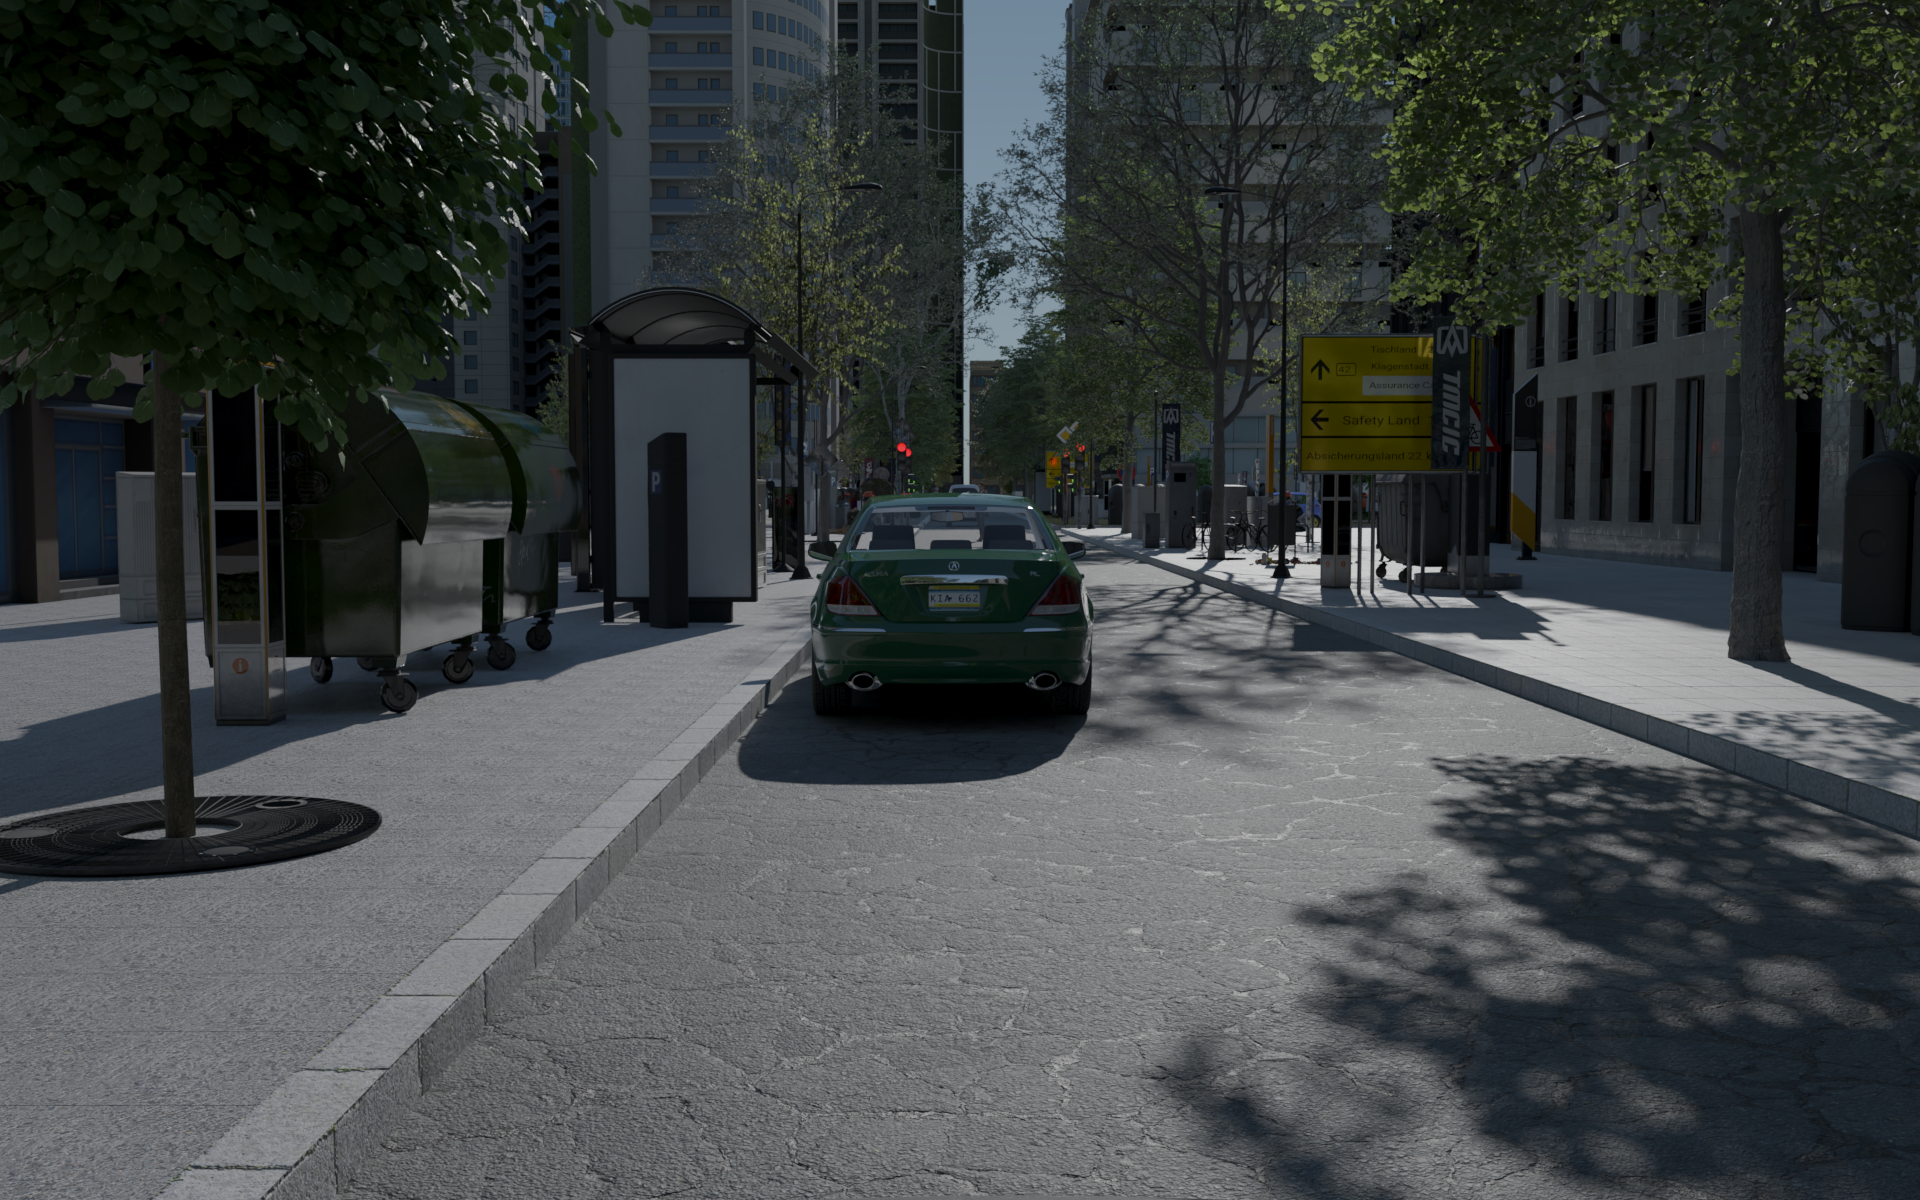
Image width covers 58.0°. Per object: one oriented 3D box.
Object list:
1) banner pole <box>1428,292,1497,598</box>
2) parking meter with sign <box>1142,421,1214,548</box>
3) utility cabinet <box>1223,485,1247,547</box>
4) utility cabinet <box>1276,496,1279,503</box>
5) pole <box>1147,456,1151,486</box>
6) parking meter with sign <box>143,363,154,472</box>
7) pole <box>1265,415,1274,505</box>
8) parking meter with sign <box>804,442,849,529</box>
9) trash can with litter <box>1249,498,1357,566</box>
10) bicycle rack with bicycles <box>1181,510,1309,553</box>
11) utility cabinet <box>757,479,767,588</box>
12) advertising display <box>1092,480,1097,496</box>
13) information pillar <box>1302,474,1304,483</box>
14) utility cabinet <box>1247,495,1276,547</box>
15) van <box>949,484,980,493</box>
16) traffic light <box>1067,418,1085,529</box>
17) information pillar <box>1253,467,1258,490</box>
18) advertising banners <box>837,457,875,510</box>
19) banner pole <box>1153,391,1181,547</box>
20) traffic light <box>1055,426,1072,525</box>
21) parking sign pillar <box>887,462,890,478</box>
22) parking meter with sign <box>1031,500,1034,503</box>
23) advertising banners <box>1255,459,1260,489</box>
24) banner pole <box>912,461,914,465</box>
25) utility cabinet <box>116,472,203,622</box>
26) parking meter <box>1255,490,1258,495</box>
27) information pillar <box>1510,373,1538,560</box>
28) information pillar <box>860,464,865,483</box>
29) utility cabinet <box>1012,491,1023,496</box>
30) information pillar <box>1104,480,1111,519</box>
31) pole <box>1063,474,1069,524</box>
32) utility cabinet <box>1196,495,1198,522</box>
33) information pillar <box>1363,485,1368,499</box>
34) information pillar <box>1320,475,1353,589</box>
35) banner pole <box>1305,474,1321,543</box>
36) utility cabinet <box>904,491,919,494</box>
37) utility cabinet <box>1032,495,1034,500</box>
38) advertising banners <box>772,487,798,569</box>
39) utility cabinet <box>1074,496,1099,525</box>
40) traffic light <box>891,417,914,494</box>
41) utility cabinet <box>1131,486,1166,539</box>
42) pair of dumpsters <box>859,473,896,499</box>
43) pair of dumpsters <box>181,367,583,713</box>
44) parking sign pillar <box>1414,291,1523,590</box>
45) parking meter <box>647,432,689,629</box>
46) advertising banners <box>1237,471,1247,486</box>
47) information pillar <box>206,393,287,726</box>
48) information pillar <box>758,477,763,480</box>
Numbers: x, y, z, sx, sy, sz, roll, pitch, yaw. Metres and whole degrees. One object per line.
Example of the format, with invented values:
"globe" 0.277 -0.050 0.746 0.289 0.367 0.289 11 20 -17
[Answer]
"banner pole" 6.246 -1.923 21.466 0.863 3.779 0.401 1 4 9
"parking meter with sign" 5.230 -2.743 41.116 1.738 3.016 0.543 0 4 -6
"utility cabinet" 6.598 -2.039 42.015 0.318 1.500 1.173 2 4 33
"utility cabinet" 9.620 -2.619 53.979 0.306 1.237 1.020 3 5 42
"pole" 10.143 -6.066 93.029 0.158 3.312 0.155 0 3 0
"parking meter with sign" -8.078 -1.410 19.314 1.738 3.016 0.543 -1 4 -13
"pole" 7.990 -3.110 44.695 0.158 3.312 0.155 0 3 0
"parking meter with sign" -4.489 -3.735 57.330 1.738 3.016 0.543 2 4 26
"trash can with litter" 6.292 -1.260 31.657 2.233 1.210 1.678 0 4 -1
"bicycle rack with bicycles" 6.567 -1.562 38.915 2.852 0.926 2.925 -1 4 -15
"utility cabinet" -2.843 -0.894 23.293 0.318 1.500 1.173 0 4 4
"advertising display" 6.190 -4.594 80.319 0.123 1.923 0.974 0 4 -7
"information pillar" 26.864 -8.825 135.636 0.183 3.616 0.504 0 4 -4
"utility cabinet" 7.312 -1.906 42.324 0.306 1.237 1.020 -1 4 -12
"van" 0.210 -4.283 77.040 2.013 2.044 4.112 0 4 0
"traffic light" 4.359 -4.552 63.352 0.839 4.253 0.868 0 4 0
"information pillar" 23.270 -8.855 136.133 0.504 3.616 0.183 -2 4 -35
"advertising banners" -5.057 -5.300 82.839 2.074 3.025 0.090 1 4 13
"banner pole" 4.969 -3.185 42.093 0.863 3.779 0.401 2 4 23
"traffic light" 4.326 -5.041 71.337 0.839 4.253 0.868 0 4 0
"parking sign pillar" -5.990 -9.090 137.093 1.447 3.967 1.447 0 4 -7
"parking meter with sign" 5.287 -7.276 115.230 0.543 3.016 1.738 -3 5 -44
"advertising banners" 15.155 -5.522 86.472 0.090 3.025 2.074 2 4 35
"banner pole" -3.488 -8.466 128.432 0.401 3.779 0.863 1 4 17
"utility cabinet" -7.892 -0.543 17.556 0.318 1.500 1.173 2 4 32
"parking meter" 19.314 -6.369 112.552 0.372 1.533 0.369 0 3 0
"information pillar" 10.936 -2.580 33.539 0.504 3.616 0.183 -1 4 -8
"information pillar" -6.826 -8.028 122.615 0.504 3.616 0.183 2 4 29
"utility cabinet" 4.780 -8.296 144.316 0.318 1.500 1.173 2 4 34
"information pillar" 7.522 -5.132 88.395 0.304 2.012 0.304 2 4 25
"pole" 4.507 -4.876 73.562 0.158 3.312 0.155 0 3 0
"utility cabinet" 10.588 -4.135 78.769 0.306 1.237 1.020 -1 4 -10
"information pillar" 30.399 -8.484 130.069 0.504 3.616 0.183 0 4 -5
"information pillar" 5.110 -1.163 23.507 0.304 2.012 0.304 -2 4 -31
"banner pole" 9.468 -3.381 45.293 0.863 3.779 0.401 0 4 -4
"utility cabinet" -3.530 -7.063 124.161 1.173 1.500 0.318 0 4 1
"utility cabinet" 6.512 -8.147 144.365 1.020 1.237 0.306 -2 4 -31
"advertising banners" -3.709 -2.037 29.500 2.074 3.025 0.090 -1 4 -11
"utility cabinet" 5.291 -3.756 72.578 1.020 1.237 0.306 2 4 35
"traffic light" -2.102 -4.550 63.310 0.839 4.253 0.868 0 4 0
"utility cabinet" 5.382 -2.475 49.138 1.173 1.500 0.318 -3 4 -37
"pair of dumpsters" -3.696 -4.584 77.435 1.574 2.255 4.437 0 4 0
"pair of dumpsters" -3.834 -0.585 12.060 1.574 2.255 4.437 0 4 0
"parking sign pillar" 6.993 -2.157 23.738 1.447 3.967 1.447 1 4 10
"parking meter" -2.805 -0.667 16.620 0.255 1.863 0.399 -3 4 -37
"advertising banners" 21.220 -8.338 132.516 0.090 3.025 2.074 -3 4 -37
"information pillar" -3.972 -0.316 9.651 0.304 2.012 0.304 0 4 -2
"information pillar" -8.412 -4.164 72.576 0.304 2.012 0.304 0 4 5
